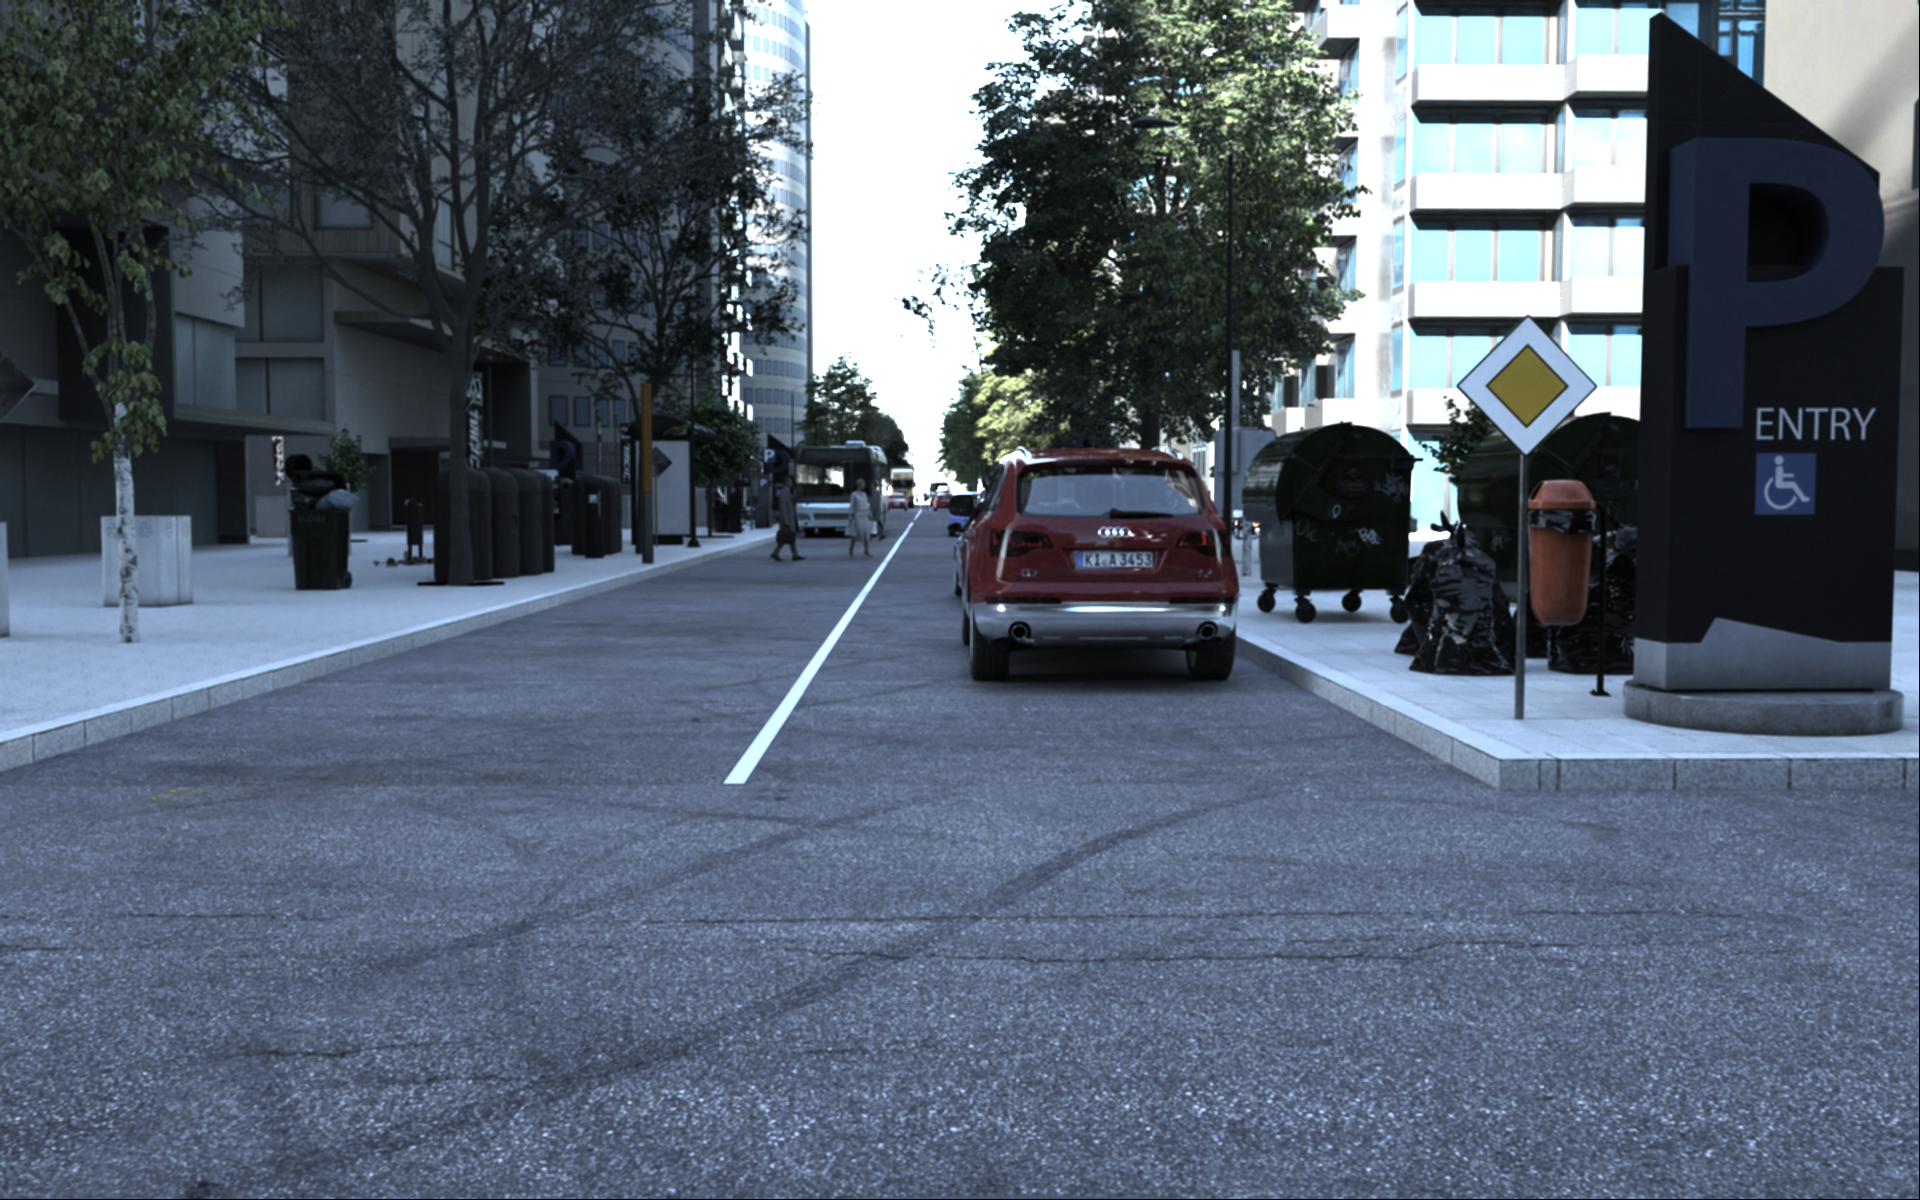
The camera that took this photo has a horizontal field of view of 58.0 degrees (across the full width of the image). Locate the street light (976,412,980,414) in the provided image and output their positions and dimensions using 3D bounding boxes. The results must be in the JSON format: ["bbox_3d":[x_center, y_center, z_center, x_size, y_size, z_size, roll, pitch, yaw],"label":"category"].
[{"bbox_3d":[1.623,-7.688,98.237,1.470,5.913,1.316,0,4,-1],"label":"street light"}]

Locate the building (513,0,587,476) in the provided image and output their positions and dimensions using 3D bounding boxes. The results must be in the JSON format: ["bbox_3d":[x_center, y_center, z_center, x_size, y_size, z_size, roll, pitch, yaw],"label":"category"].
[{"bbox_3d":[-25.917,-33.981,97.584,21.231,58.520,28.212,0,4,-1],"label":"building"}]

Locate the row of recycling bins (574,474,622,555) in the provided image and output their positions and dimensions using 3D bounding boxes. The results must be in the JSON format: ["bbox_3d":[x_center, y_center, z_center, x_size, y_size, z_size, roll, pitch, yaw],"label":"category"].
[{"bbox_3d":[-7.930,-1.885,37.933,1.069,1.692,3.534,-1,4,-8],"label":"row of recycling bins"}]

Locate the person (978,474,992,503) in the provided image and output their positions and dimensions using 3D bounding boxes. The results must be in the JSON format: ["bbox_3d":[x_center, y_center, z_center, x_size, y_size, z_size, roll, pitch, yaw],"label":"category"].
[{"bbox_3d":[0.541,-1.581,34.353,0.555,1.821,0.388,0,4,8],"label":"person"}]

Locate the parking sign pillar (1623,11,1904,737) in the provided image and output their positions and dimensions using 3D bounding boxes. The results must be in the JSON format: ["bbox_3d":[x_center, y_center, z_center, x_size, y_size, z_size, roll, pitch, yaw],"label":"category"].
[{"bbox_3d":[4.555,-1.302,9.752,1.447,3.967,1.447,0,4,-3],"label":"parking sign pillar"}]

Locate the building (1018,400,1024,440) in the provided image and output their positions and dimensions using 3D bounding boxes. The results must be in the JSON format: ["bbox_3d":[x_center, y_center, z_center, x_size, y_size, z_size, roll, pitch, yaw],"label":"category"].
[{"bbox_3d":[21.847,-23.569,230.396,27.650,21.520,28.899,0,4,-1],"label":"building"}]

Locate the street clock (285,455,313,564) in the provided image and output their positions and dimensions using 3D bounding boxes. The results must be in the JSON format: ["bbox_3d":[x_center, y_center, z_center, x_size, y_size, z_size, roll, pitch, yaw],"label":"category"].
[{"bbox_3d":[-12.120,-1.665,31.789,0.358,2.002,0.471,1,4,22],"label":"street clock"}]

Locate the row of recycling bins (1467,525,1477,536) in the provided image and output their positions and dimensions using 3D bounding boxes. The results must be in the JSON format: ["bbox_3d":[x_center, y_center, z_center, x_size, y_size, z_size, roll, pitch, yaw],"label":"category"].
[{"bbox_3d":[11.145,-1.649,34.072,1.069,1.692,3.534,-1,4,-16],"label":"row of recycling bins"}]

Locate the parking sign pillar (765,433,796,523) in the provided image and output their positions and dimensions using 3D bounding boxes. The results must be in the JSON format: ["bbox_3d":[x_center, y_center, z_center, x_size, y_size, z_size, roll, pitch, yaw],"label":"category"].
[{"bbox_3d":[-7.885,-5.366,76.212,1.447,3.967,1.447,1,4,17],"label":"parking sign pillar"}]

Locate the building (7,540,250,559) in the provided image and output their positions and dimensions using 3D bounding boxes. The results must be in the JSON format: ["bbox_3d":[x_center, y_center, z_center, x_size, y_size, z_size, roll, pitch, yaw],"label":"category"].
[{"bbox_3d":[-29.166,-26.907,29.168,28.713,52.752,27.495,0,4,-1],"label":"building"}]

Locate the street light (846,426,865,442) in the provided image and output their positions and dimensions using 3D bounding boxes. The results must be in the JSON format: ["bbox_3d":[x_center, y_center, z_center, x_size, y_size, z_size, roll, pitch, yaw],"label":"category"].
[{"bbox_3d":[-7.191,-8.906,118.151,1.470,5.913,1.316,0,4,-1],"label":"street light"}]

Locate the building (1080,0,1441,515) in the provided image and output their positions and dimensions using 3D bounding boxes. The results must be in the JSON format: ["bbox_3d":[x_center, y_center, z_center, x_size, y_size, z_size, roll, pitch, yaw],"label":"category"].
[{"bbox_3d":[21.176,-31.604,136.335,23.786,49.044,30.456,0,4,-1],"label":"building"}]

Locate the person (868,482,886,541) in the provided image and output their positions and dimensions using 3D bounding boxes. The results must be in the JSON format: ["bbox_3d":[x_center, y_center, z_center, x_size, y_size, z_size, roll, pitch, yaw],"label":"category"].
[{"bbox_3d":[-2.661,-2.744,53.462,0.767,1.812,0.694,0,4,-4],"label":"person"}]

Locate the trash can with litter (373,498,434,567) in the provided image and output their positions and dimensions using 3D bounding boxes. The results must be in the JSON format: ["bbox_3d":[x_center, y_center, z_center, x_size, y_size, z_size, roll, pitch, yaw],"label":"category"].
[{"bbox_3d":[-10.203,-1.257,31.609,1.678,1.210,2.233,0,4,4],"label":"trash can with litter"}]

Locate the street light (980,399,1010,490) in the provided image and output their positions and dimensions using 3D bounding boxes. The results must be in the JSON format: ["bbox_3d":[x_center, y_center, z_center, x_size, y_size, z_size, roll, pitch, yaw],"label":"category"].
[{"bbox_3d":[1.836,-6.815,83.960,1.470,5.913,1.316,0,4,-1],"label":"street light"}]

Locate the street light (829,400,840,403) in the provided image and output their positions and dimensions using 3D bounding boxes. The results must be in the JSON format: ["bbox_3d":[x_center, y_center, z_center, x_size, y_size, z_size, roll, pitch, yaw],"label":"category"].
[{"bbox_3d":[-6.648,-6.943,86.058,1.470,5.913,1.316,0,4,-1],"label":"street light"}]

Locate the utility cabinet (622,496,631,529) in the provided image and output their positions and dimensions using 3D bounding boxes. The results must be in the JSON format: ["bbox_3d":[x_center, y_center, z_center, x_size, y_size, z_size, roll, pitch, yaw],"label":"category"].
[{"bbox_3d":[-12.179,-3.260,64.469,0.306,1.237,1.020,2,4,24],"label":"utility cabinet"}]

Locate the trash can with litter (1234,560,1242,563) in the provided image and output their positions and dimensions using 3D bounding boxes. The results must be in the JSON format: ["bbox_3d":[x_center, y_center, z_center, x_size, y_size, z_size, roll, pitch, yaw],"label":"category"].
[{"bbox_3d":[4.263,-1.317,32.597,2.233,1.210,1.678,3,5,45],"label":"trash can with litter"}]

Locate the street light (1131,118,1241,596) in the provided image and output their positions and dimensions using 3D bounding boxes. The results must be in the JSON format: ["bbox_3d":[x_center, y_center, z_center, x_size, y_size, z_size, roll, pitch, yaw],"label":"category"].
[{"bbox_3d":[2.807,-2.998,21.560,1.470,5.913,1.316,0,4,-1],"label":"street light"}]

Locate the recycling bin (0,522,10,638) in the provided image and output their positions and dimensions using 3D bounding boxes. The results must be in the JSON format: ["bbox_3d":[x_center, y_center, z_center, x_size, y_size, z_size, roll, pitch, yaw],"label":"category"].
[{"bbox_3d":[-8.954,-0.167,15.292,0.722,1.027,0.722,1,4,11],"label":"recycling bin"}]

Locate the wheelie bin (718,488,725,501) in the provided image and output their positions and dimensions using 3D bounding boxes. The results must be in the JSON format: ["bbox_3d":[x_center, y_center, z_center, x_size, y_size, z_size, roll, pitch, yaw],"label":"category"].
[{"bbox_3d":[-11.602,-4.560,82.468,0.693,1.594,0.980,0,4,7],"label":"wheelie bin"}]

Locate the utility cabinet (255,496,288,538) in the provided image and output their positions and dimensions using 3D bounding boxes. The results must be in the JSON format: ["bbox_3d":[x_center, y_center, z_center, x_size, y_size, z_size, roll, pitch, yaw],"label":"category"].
[{"bbox_3d":[-20.143,-2.428,50.860,1.020,1.237,0.306,1,4,13],"label":"utility cabinet"}]

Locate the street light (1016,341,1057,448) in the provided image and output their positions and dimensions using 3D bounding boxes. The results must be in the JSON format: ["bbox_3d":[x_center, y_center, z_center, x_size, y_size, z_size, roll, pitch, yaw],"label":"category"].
[{"bbox_3d":[2.383,-4.906,52.761,1.470,5.913,1.316,0,4,-1],"label":"street light"}]

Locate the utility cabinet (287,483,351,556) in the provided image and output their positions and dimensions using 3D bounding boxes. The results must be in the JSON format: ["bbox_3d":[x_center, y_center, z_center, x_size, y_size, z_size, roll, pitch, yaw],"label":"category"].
[{"bbox_3d":[-13.143,-1.641,35.515,1.173,1.500,0.318,0,4,-2],"label":"utility cabinet"}]

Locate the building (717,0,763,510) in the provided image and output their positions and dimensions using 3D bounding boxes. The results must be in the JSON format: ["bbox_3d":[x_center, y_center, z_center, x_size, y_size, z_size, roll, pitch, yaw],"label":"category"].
[{"bbox_3d":[-27.348,-31.041,127.133,23.786,49.044,30.456,0,4,-1],"label":"building"}]

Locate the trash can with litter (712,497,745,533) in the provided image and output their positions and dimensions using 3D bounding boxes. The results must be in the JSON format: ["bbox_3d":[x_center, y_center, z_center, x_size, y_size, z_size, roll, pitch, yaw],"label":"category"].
[{"bbox_3d":[-7.753,-2.840,57.821,1.055,1.170,0.624,-2,4,-30],"label":"trash can with litter"}]

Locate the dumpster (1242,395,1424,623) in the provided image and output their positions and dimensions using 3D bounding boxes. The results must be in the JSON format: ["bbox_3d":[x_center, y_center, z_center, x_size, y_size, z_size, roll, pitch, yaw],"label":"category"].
[{"bbox_3d":[3.832,-0.944,17.932,1.502,2.255,1.985,0,4,-1],"label":"dumpster"}]

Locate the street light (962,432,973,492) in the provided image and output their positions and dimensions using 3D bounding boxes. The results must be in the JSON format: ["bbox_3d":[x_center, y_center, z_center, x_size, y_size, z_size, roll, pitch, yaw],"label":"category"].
[{"bbox_3d":[1.120,-9.596,129.437,1.470,5.913,1.316,0,4,-1],"label":"street light"}]

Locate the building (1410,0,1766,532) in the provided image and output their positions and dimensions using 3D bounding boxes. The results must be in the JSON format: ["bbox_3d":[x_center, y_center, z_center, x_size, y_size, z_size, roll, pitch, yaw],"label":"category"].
[{"bbox_3d":[24.049,-27.510,69.390,23.786,49.044,30.456,0,4,-1],"label":"building"}]

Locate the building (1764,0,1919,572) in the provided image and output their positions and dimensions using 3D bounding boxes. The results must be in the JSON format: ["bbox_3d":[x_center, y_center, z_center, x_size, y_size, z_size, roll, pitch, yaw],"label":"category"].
[{"bbox_3d":[26.200,-24.764,28.598,21.600,48.544,21.300,0,4,-1],"label":"building"}]

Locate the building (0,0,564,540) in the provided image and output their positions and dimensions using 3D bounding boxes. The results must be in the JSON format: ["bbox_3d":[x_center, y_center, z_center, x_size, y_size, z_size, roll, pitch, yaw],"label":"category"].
[{"bbox_3d":[-30.703,-29.073,64.576,28.713,52.752,27.495,0,4,-1],"label":"building"}]

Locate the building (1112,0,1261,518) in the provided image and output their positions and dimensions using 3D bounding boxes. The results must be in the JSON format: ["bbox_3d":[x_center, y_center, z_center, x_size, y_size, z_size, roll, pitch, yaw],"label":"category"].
[{"bbox_3d":[22.124,-48.432,104.532,22.319,86.520,31.000,0,4,-1],"label":"building"}]

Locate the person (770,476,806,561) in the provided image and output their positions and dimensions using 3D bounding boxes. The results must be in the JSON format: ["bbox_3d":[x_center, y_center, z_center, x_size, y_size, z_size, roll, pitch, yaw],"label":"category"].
[{"bbox_3d":[-3.685,-1.748,37.184,0.767,1.812,0.694,0,4,0],"label":"person"}]

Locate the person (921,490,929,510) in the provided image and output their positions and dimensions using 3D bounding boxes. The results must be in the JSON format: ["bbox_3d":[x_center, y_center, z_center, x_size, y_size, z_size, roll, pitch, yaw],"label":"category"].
[{"bbox_3d":[-3.120,-8.986,155.293,0.709,1.838,0.599,0,4,-3],"label":"person"}]

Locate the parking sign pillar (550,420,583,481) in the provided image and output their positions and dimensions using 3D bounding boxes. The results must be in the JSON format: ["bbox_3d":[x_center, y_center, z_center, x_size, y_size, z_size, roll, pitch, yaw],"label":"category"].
[{"bbox_3d":[-14.171,-4.518,62.349,1.447,3.967,1.447,2,4,34],"label":"parking sign pillar"}]

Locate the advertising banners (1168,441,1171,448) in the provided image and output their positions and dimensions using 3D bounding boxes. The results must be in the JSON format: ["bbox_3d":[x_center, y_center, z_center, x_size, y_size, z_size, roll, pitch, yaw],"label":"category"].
[{"bbox_3d":[5.642,-3.101,46.888,0.090,3.025,2.074,0,4,6],"label":"advertising banners"}]

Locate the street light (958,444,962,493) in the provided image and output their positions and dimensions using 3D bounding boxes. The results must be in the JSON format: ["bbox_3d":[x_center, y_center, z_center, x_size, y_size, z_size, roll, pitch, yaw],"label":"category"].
[{"bbox_3d":[0.589,-11.535,161.144,1.470,5.913,1.316,0,4,-1],"label":"street light"}]

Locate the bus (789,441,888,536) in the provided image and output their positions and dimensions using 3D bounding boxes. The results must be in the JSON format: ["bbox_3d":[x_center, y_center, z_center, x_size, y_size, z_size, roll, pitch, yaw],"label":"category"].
[{"bbox_3d":[-4.083,-4.088,61.692,2.948,3.499,13.247,0,4,0],"label":"bus"}]

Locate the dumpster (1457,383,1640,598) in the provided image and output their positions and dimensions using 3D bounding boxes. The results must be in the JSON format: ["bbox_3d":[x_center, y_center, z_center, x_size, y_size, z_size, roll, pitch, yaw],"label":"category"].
[{"bbox_3d":[5.586,-0.819,15.878,1.502,2.255,1.985,0,4,-1],"label":"dumpster"}]

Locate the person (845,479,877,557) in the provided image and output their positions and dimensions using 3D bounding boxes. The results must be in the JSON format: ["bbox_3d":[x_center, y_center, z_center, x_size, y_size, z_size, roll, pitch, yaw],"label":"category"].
[{"bbox_3d":[-2.281,-1.887,39.703,0.694,1.780,0.624,-2,4,-29],"label":"person"}]

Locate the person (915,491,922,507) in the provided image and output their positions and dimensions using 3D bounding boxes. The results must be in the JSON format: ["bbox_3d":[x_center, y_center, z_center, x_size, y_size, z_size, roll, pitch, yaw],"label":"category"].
[{"bbox_3d":[-4.639,-10.815,186.107,1.217,1.735,0.721,-2,4,-29],"label":"person"}]

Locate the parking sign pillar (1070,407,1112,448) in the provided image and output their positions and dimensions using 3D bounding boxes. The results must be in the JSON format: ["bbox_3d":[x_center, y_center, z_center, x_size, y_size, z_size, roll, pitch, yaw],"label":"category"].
[{"bbox_3d":[4.046,-3.971,53.393,1.447,3.967,1.447,0,4,0],"label":"parking sign pillar"}]

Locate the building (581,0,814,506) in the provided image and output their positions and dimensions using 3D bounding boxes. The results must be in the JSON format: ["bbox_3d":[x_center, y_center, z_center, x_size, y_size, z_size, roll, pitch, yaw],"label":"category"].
[{"bbox_3d":[-27.466,-39.603,189.506,21.231,58.520,28.212,0,4,-1],"label":"building"}]

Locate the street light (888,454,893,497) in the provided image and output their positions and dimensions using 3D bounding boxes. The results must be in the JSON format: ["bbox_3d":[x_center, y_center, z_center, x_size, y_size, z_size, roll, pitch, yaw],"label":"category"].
[{"bbox_3d":[-8.454,-13.991,201.293,1.470,5.913,1.316,0,4,-1],"label":"street light"}]

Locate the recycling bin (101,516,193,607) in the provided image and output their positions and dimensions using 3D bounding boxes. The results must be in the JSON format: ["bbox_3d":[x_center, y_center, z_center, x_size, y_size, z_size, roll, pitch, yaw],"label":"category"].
[{"bbox_3d":[-9.366,-0.454,19.971,0.722,1.027,0.722,0,4,4],"label":"recycling bin"}]

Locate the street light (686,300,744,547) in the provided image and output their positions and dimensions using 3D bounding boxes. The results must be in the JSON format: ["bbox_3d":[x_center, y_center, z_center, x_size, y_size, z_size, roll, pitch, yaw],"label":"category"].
[{"bbox_3d":[-5.880,-4.223,41.581,1.470,5.913,1.316,0,4,-1],"label":"street light"}]

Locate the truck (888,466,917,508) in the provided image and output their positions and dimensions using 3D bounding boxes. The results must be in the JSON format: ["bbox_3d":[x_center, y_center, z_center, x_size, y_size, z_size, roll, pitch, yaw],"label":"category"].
[{"bbox_3d":[-5.852,-11.517,177.218,2.839,4.237,11.283,0,4,-1],"label":"truck"}]

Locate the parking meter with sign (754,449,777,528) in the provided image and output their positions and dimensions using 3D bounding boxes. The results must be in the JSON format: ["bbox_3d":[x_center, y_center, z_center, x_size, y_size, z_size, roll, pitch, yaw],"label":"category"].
[{"bbox_3d":[-7.387,-4.237,65.533,0.543,3.016,1.738,0,4,6],"label":"parking meter with sign"}]

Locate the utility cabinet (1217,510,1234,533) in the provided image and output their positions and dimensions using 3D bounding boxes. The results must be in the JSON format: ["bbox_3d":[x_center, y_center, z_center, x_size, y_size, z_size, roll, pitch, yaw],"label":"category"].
[{"bbox_3d":[8.637,-2.776,56.549,0.306,1.237,1.020,2,4,30],"label":"utility cabinet"}]

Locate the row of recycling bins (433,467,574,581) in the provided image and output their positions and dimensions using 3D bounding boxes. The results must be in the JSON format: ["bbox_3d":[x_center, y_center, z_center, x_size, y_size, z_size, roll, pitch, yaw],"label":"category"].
[{"bbox_3d":[-7.202,-1.222,27.095,1.069,1.692,3.534,0,4,6],"label":"row of recycling bins"}]

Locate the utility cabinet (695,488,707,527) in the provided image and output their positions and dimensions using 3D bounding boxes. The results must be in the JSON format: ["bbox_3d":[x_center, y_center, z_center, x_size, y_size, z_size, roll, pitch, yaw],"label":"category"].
[{"bbox_3d":[-10.035,-3.605,67.616,0.318,1.500,1.173,3,5,40],"label":"utility cabinet"}]

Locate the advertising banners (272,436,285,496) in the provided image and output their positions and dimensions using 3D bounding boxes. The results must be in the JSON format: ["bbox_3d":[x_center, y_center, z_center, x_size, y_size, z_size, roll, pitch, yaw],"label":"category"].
[{"bbox_3d":[-19.921,-3.410,51.935,2.074,3.025,0.090,2,4,31],"label":"advertising banners"}]

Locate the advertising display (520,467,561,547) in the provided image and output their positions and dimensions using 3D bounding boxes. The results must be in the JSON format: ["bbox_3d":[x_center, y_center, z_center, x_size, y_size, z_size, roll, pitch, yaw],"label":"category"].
[{"bbox_3d":[-10.219,-2.258,42.127,0.974,1.923,0.123,-1,4,-16],"label":"advertising display"}]

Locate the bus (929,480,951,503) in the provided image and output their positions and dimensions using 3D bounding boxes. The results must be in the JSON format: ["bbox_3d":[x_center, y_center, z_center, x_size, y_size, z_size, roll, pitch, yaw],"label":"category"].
[{"bbox_3d":[-2.705,-14.212,227.218,2.948,3.499,13.247,0,4,0],"label":"bus"}]

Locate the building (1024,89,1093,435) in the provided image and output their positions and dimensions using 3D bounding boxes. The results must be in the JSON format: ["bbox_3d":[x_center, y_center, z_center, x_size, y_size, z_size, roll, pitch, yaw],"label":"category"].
[{"bbox_3d":[18.792,-35.512,204.316,21.300,48.544,21.600,0,4,-1],"label":"building"}]

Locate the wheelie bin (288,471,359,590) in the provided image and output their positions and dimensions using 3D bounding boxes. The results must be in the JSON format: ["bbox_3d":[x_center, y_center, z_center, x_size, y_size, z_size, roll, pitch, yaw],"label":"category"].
[{"bbox_3d":[-8.584,-0.942,23.308,0.980,1.594,0.693,0,4,-1],"label":"wheelie bin"}]

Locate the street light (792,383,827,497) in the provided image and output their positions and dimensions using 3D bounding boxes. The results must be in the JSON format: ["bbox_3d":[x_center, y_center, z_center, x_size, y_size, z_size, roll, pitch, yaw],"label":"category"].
[{"bbox_3d":[-6.482,-6.131,72.779,1.470,5.913,1.316,0,4,-1],"label":"street light"}]
